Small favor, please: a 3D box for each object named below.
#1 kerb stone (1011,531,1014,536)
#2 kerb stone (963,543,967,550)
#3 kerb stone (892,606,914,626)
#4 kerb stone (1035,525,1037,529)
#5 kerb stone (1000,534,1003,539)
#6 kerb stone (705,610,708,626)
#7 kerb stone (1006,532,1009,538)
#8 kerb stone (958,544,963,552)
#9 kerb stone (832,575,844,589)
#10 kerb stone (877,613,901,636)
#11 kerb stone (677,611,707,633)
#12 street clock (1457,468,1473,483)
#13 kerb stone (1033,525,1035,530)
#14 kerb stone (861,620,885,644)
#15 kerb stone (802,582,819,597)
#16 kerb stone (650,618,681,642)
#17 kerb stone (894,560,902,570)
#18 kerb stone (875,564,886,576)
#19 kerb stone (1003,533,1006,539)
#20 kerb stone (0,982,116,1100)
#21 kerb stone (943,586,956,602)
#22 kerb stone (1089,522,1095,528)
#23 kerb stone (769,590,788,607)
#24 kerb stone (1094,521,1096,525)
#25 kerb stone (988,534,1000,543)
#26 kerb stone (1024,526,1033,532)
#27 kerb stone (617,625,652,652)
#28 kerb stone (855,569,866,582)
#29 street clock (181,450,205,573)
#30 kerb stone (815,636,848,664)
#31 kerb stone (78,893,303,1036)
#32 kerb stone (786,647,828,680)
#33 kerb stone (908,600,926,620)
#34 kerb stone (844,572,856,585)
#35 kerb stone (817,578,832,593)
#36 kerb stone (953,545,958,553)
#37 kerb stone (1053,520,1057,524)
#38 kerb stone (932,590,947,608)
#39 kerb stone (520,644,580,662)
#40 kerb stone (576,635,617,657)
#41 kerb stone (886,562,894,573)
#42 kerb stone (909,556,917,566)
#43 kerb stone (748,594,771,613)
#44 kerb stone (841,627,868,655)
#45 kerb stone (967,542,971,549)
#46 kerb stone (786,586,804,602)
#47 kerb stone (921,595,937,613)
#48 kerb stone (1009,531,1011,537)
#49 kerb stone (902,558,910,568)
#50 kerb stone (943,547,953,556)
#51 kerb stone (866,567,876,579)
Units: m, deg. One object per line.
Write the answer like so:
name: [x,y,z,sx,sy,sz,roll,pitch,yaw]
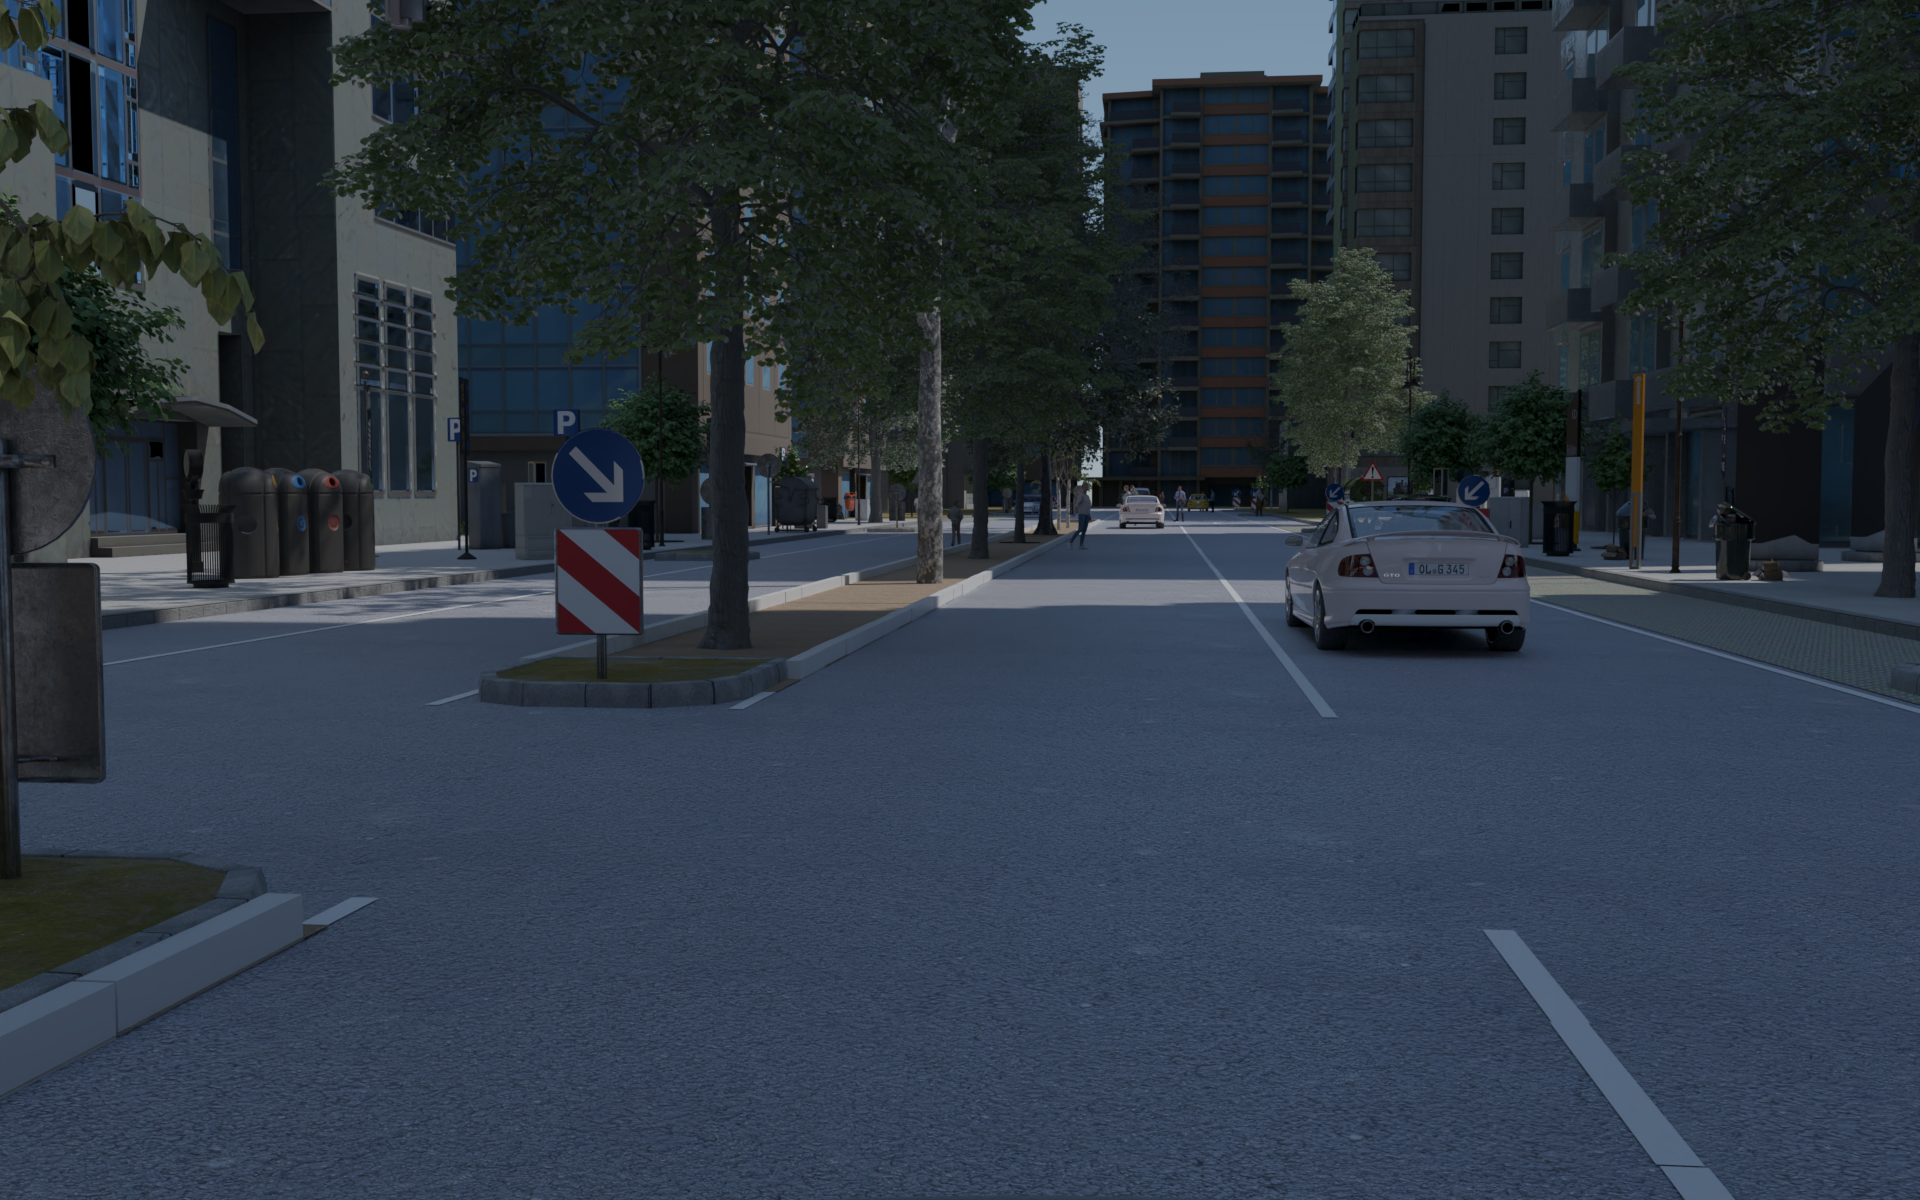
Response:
kerb stone: [1.610,-2.179,57.868,0.120,0.150,1.000,0,4,6]
kerb stone: [0.004,-1.308,43.587,0.120,0.150,1.000,0,4,6]
kerb stone: [-0.664,0.201,18.932,0.120,0.150,1.000,0,4,6]
kerb stone: [2.878,-2.867,69.078,0.120,0.150,1.000,0,4,6]
kerb stone: [1.154,-1.933,53.793,0.120,0.150,1.000,0,4,6]
kerb stone: [-2.744,0.186,19.152,0.120,0.150,1.000,0,4,6]
kerb stone: [1.386,-2.050,55.836,0.120,0.150,1.000,0,4,6]
kerb stone: [-0.108,-1.244,42.571,0.120,0.150,1.000,0,4,6]
kerb stone: [-1.949,-0.250,26.277,0.120,0.150,1.000,0,4,6]
kerb stone: [-0.771,0.266,17.907,0.120,0.150,1.000,0,4,6]
kerb stone: [-2.862,0.248,18.134,0.120,0.150,1.000,0,4,6]
street clock: [14.011,-2.662,48.095,0.471,2.002,0.358,-3,4,-38]
kerb stone: [2.769,-2.805,68.059,0.120,0.150,1.000,0,4,6]
kerb stone: [-0.892,0.327,16.881,0.120,0.150,1.000,0,4,6]
kerb stone: [-2.168,-0.125,24.244,0.120,0.150,1.000,0,4,6]
kerb stone: [-2.979,0.311,17.118,0.120,0.150,1.000,0,4,6]
kerb stone: [-1.263,-0.620,32.398,0.120,0.150,1.000,0,4,6]
kerb stone: [-1.484,-0.496,30.347,0.120,0.150,1.000,0,4,6]
kerb stone: [1.274,-1.995,54.809,0.120,0.150,1.000,0,4,6]
kerb stone: [-2.333,1.109,4.058,0.120,0.150,1.000,0,4,6]
kerb stone: [-0.205,-0.049,22.995,0.120,0.150,1.000,0,4,6]
kerb stone: [5.645,-3.224,74.900,0.120,0.150,1.000,0,4,6]
kerb stone: [-2.408,-0.001,22.214,0.120,0.150,1.000,0,4,6]
kerb stone: [5.758,-3.286,75.916,0.120,0.150,1.000,0,4,6]
kerb stone: [1.040,-1.870,52.777,0.120,0.150,1.000,0,4,6]
kerb stone: [2.648,-2.743,67.042,0.120,0.150,1.000,0,4,6]
kerb stone: [-3.094,0.373,16.094,0.120,0.150,1.000,0,4,6]
kerb stone: [-1.715,-0.374,28.315,0.120,0.150,1.000,0,4,6]
street clock: [-12.498,-1.448,28.249,0.358,2.002,0.471,-3,4,-38]
kerb stone: [-1.128,0.449,14.849,0.120,0.150,1.000,0,4,6]
kerb stone: [-2.227,1.049,5.075,0.120,0.150,1.000,0,4,6]
kerb stone: [-1.230,0.512,13.831,0.120,0.150,1.000,0,4,6]
kerb stone: [-0.541,0.138,19.947,0.120,0.150,1.000,0,4,6]
kerb stone: [-1.828,-0.312,27.294,0.120,0.150,1.000,0,4,6]
kerb stone: [-2.059,-0.187,25.260,0.120,0.150,1.000,0,4,6]
kerb stone: [-0.223,-1.184,41.556,0.120,0.150,1.000,0,4,6]
kerb stone: [4.825,-3.924,86.378,0.120,0.150,1.000,0,4,6]
kerb stone: [-0.313,0.013,21.978,0.120,0.150,1.000,0,4,6]
kerb stone: [-3.328,0.498,14.049,0.120,0.150,1.000,0,4,6]
kerb stone: [-3.216,0.437,15.066,0.120,0.150,1.000,0,4,6]
kerb stone: [-1.368,-0.561,31.369,0.120,0.150,1.000,0,4,6]
kerb stone: [-1.026,-0.747,34.434,0.120,0.150,1.000,0,4,6]
kerb stone: [-2.520,0.063,21.197,0.120,0.150,1.000,0,4,6]
kerb stone: [-1.007,0.389,15.864,0.120,0.150,1.000,0,4,6]
kerb stone: [0.114,-1.371,44.604,0.120,0.150,1.000,0,4,6]
kerb stone: [-2.286,-0.063,23.228,0.120,0.150,1.000,0,4,6]
kerb stone: [-0.432,0.075,20.963,0.120,0.150,1.000,0,4,6]
kerb stone: [1.505,-2.120,56.851,0.120,0.150,1.000,0,4,6]
kerb stone: [-1.136,-0.686,33.417,0.120,0.150,1.000,0,4,6]
kerb stone: [-0.341,-1.120,40.540,0.120,0.150,1.000,0,4,6]
kerb stone: [-1.601,-0.436,29.331,0.120,0.150,1.000,0,4,6]
